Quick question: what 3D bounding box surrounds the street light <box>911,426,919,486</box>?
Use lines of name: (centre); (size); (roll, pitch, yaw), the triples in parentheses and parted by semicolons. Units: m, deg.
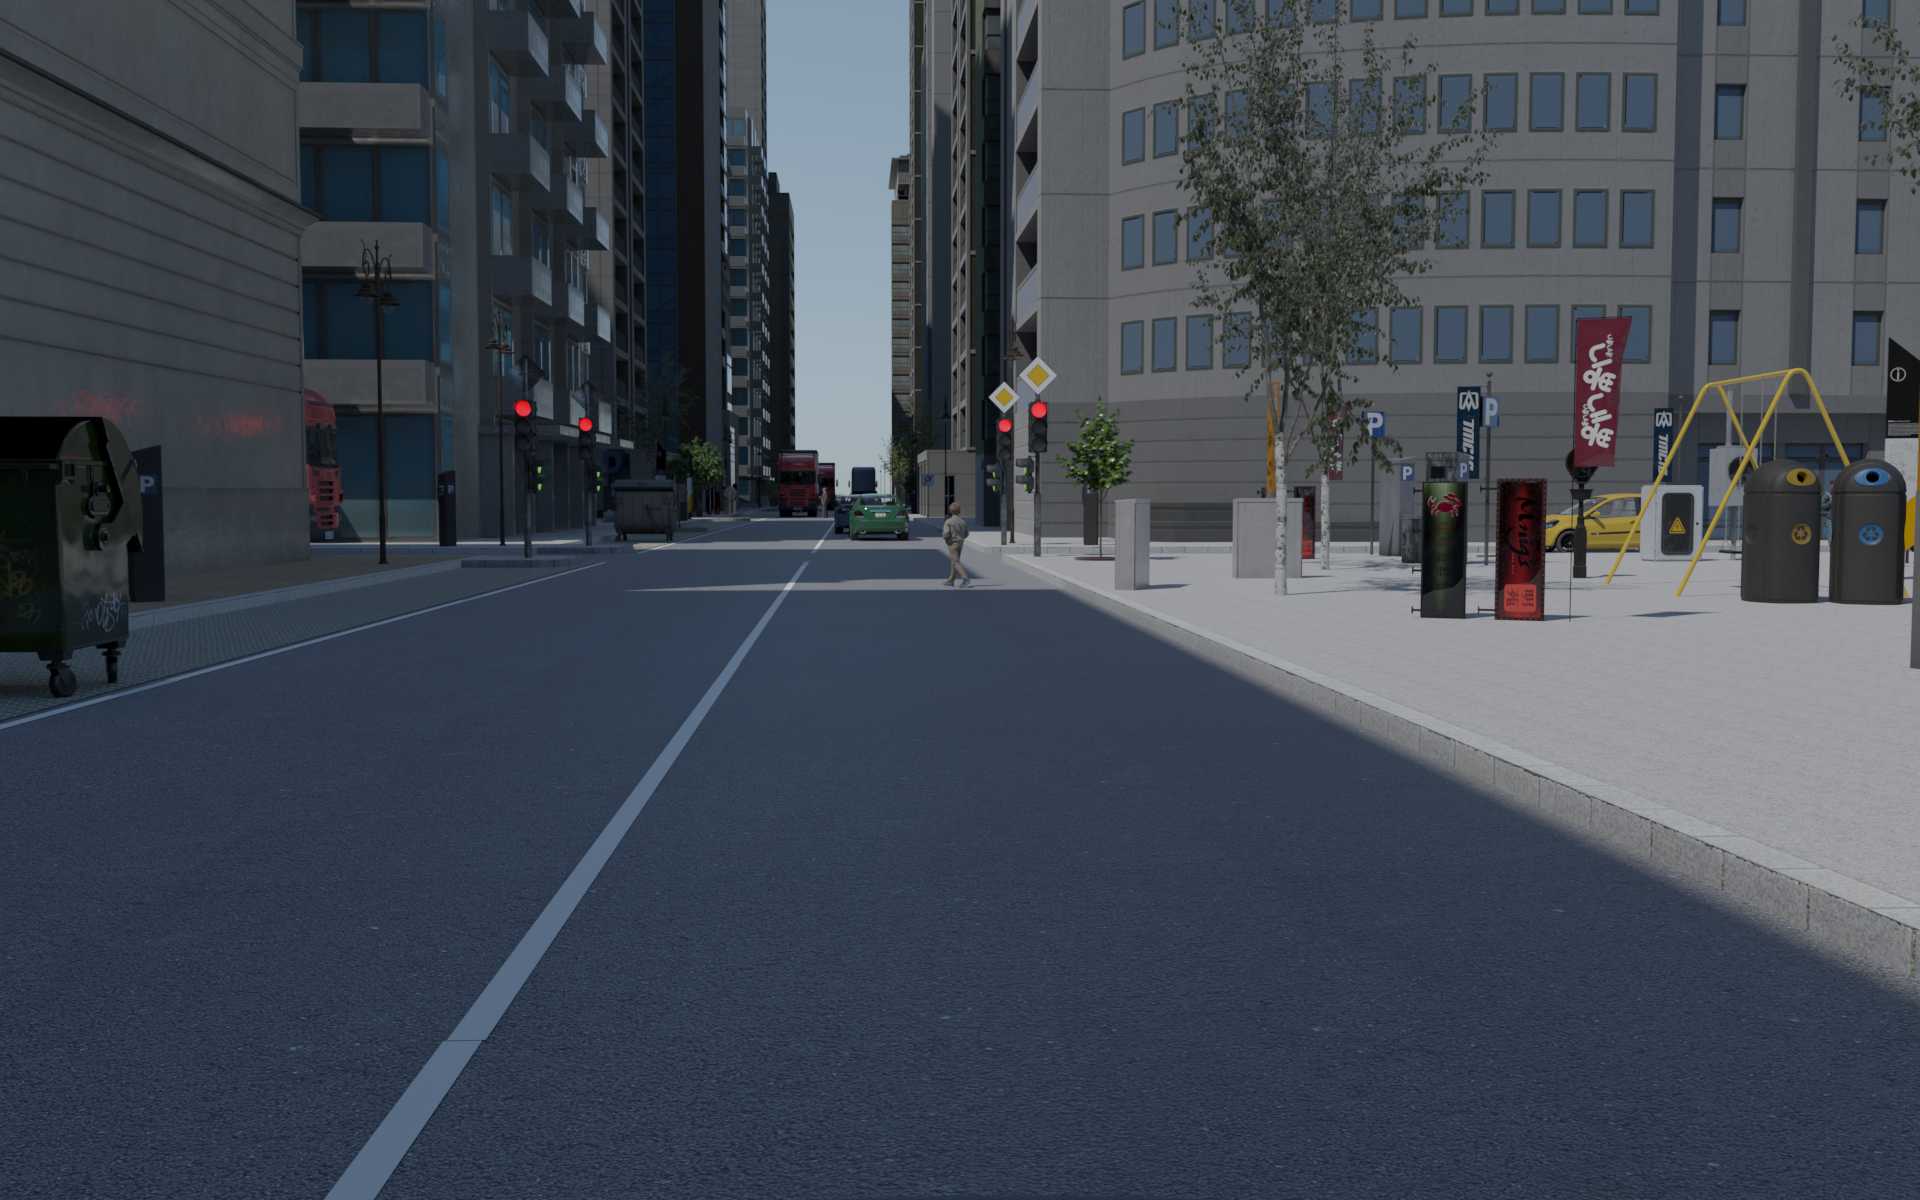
street light: (-3.295, -9.157, 122.510); (0.468, 5.910, 1.993); (0, 4, -3)

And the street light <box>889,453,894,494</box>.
street light: (-8.239, -14.223, 205.327); (0.468, 5.910, 1.993); (0, 4, -3)

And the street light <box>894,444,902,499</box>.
street light: (-5.541, -11.354, 158.422); (0.468, 5.910, 1.993); (0, 4, -3)

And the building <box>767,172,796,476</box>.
building: (-36.080, -39.079, 262.645); (21.300, 48.544, 21.600); (0, 4, -3)

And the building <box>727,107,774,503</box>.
building: (-35.365, -36.478, 216.025); (23.786, 49.044, 30.456); (0, 4, -3)

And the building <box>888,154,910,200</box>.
building: (3.744, -41.285, 264.251); (28.713, 52.752, 27.495); (0, 4, -3)

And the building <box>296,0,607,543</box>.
building: (-23.957, -26.714, 56.377); (23.786, 49.044, 30.456); (0, 4, -3)

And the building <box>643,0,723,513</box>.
building: (-24.591, -28.961, 123.622); (14.600, 45.320, 14.200); (0, 4, -3)

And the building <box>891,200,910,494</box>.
building: (-2.653, -34.225, 243.168); (14.154, 41.232, 14.086); (0, 4, -3)

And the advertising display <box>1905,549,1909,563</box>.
advertising display: (17.876, -1.624, 31.773); (0.974, 1.923, 0.123); (3, 4, 38)

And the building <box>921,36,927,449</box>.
building: (3.460, -31.491, 164.988); (14.600, 45.320, 14.200); (0, 4, -3)

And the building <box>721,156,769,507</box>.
building: (-35.796, -29.446, 173.325); (32.217, 40.220, 23.993); (0, 4, -3)

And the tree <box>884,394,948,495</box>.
tree: (-2.903, -10.777, 126.562); (4.737, 8.622, 4.395); (0, 3, 0)

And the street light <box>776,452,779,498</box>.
street light: (-20.248, -13.428, 192.330); (0.468, 5.910, 1.993); (0, 4, -3)

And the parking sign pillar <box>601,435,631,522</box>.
parking sign pillar: (-15.607, -5.523, 78.778); (1.447, 3.967, 1.447); (2, 4, 32)

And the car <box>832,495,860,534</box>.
car: (-3.733, -3.187, 64.114); (2.014, 1.417, 4.499); (0, 4, -2)

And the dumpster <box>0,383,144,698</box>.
dumpster: (-7.128, -0.458, 12.433); (1.985, 2.255, 1.502); (0, 4, -5)

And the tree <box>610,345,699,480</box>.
tree: (-14.874, -8.211, 84.607); (4.360, 8.622, 3.978); (0, 3, 0)

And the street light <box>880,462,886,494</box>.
street light: (-10.503, -16.419, 241.238); (0.468, 5.910, 1.993); (0, 4, -3)

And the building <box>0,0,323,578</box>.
building: (-26.395, -11.718, 24.878); (30.059, 22.955, 16.112); (0, 4, -3)

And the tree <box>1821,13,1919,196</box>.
tree: (10.378, -3.982, 15.469); (4.360, 8.622, 3.978); (0, 3, 0)

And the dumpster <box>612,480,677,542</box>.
dumpster: (-9.458, -2.683, 52.084); (1.865, 1.857, 1.264); (0, 4, -3)

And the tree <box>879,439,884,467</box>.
tree: (-7.838, -15.900, 210.328); (4.737, 8.622, 4.395); (0, 3, 0)

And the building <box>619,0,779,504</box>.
building: (-35.003, -49.092, 240.903); (20.563, 71.187, 20.611); (0, 4, -3)

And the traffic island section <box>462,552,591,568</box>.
traffic island section: (-8.716, -0.770, 34.873); (2.009, 0.180, 2.903); (0, 4, -3)

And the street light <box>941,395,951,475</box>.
street light: (-0.670, -6.614, 80.927); (0.468, 5.910, 1.993); (0, 4, -3)

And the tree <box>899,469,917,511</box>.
tree: (-3.690, -8.481, 133.266); (1.663, 3.219, 1.824); (0, 3, 0)

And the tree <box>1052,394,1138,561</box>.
tree: (2.606, -2.385, 33.596); (1.663, 3.219, 1.824); (0, 3, 0)

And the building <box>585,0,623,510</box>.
building: (-27.341, -40.592, 101.932); (20.563, 71.187, 20.611); (0, 4, -3)

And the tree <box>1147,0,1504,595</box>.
tree: (4.189, -4.353, 21.529); (4.360, 8.622, 3.978); (0, 3, 0)

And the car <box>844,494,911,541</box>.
car: (-2.593, -2.630, 54.791); (2.131, 1.459, 4.920); (0, 4, -5)

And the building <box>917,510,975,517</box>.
building: (8.064, -40.409, 98.947); (20.563, 71.187, 20.611); (0, 4, -3)

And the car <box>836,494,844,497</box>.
car: (-16.735, -13.998, 240.866); (2.014, 1.417, 4.499); (0, 4, -4)

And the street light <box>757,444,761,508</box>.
street light: (-18.107, -11.231, 156.412); (0.468, 5.910, 1.993); (0, 4, -3)

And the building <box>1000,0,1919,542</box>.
building: (16.062, -31.345, 54.487); (28.212, 58.520, 21.231); (0, 4, -3)

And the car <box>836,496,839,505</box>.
car: (-13.878, -10.759, 184.712); (1.959, 1.807, 4.718); (0, 4, -4)

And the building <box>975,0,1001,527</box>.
building: (7.530, -18.538, 74.799); (14.160, 30.474, 14.107); (0, 4, -3)

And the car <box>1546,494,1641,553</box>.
car: (15.512, -1.919, 41.604); (3.980, 1.641, 2.015); (0, 4, -2)

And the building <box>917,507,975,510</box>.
building: (4.616, -45.519, 182.487); (20.563, 71.187, 20.611); (0, 4, -3)

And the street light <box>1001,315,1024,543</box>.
street light: (1.362, -4.417, 45.002); (0.468, 5.910, 1.993); (0, 4, -3)

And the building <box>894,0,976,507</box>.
building: (1.761, -48.130, 225.173); (20.563, 71.187, 20.611); (0, 4, -3)

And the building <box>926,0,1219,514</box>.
building: (7.706, -36.788, 143.490); (21.231, 58.520, 28.212); (0, 4, -3)

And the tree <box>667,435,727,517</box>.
tree: (-14.633, -6.898, 96.491); (4.285, 4.588, 4.351); (0, 3, 0)

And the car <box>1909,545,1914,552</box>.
car: (24.476, -1.922, 40.106); (5.304, 1.827, 2.281); (0, 4, -4)

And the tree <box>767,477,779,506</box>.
tree: (-21.925, -12.613, 200.830); (1.663, 3.219, 1.824); (0, 3, 0)

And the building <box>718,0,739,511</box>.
building: (-29.683, -50.894, 144.785); (22.319, 86.520, 31.000); (0, 4, -3)

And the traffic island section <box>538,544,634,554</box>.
traffic island section: (-9.198, -1.258, 42.844); (2.009, 0.180, 2.903); (0, 4, -3)

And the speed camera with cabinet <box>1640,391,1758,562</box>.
speed camera with cabinet: (14.141, -2.373, 33.133); (2.038, 3.252, 0.660); (0, 4, -6)

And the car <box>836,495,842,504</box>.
car: (-14.691, -11.708, 203.779); (2.083, 1.381, 4.827); (0, 4, -3)
